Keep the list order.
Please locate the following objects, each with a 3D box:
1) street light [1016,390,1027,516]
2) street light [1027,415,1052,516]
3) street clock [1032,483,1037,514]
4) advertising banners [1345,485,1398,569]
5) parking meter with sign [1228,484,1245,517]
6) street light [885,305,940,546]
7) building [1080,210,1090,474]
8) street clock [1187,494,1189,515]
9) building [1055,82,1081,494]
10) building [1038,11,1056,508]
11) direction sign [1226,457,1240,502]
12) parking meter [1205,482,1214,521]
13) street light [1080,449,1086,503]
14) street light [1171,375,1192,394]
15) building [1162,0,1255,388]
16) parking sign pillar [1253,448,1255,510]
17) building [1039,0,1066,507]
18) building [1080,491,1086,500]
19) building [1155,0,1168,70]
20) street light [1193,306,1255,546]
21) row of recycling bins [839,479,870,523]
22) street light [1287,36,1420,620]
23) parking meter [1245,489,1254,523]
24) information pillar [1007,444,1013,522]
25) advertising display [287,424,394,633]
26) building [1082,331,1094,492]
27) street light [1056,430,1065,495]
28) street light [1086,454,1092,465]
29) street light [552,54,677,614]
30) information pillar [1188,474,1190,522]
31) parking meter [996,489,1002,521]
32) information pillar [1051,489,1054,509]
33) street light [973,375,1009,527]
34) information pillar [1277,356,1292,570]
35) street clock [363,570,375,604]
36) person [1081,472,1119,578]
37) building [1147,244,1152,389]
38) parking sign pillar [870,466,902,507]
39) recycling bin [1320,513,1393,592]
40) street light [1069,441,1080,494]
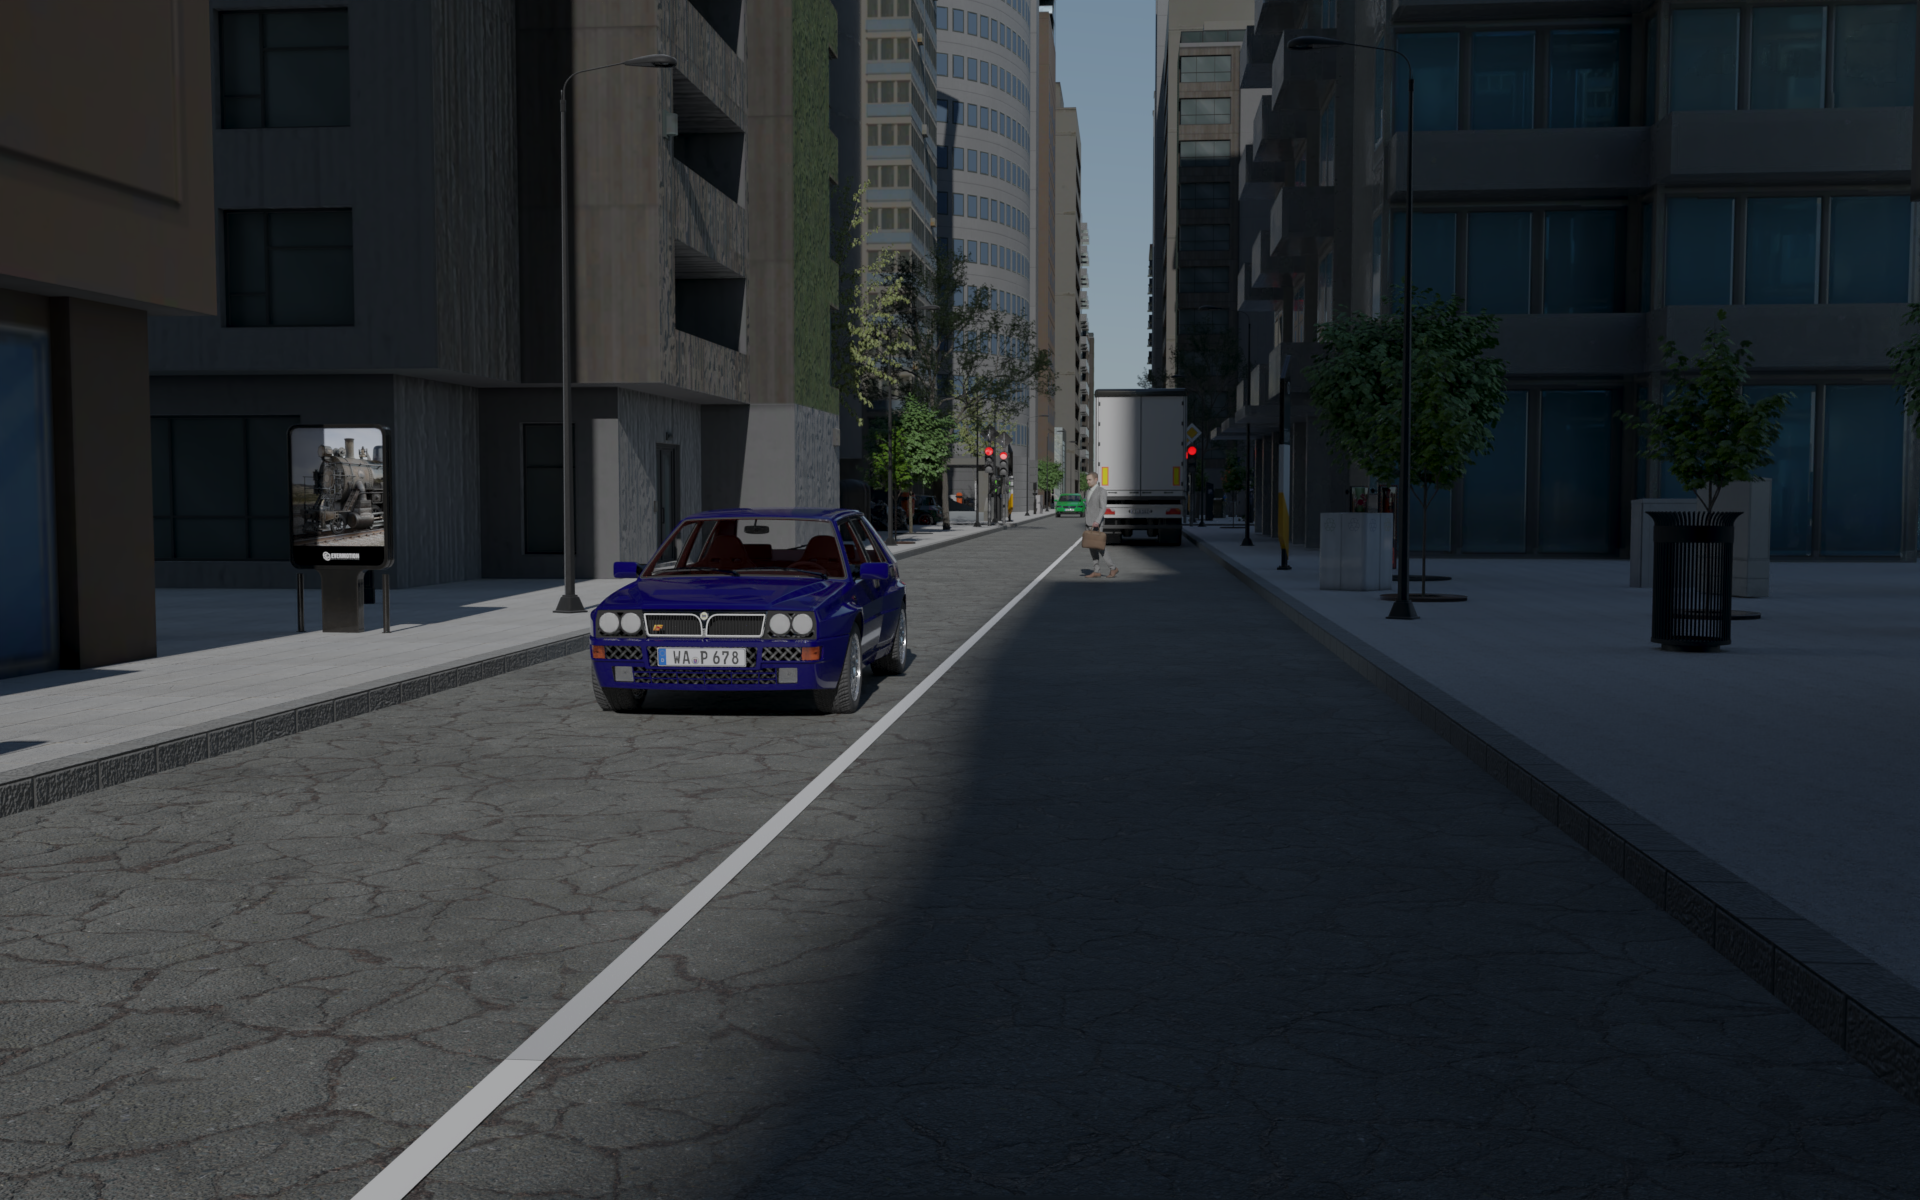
[{"bbox_3d":[2.091,-6.385,76.928,1.470,5.913,1.316,0,4,6],"label":"street light"},{"bbox_3d":[4.488,-7.885,101.466,1.470,5.913,1.316,0,4,6],"label":"street light"},{"bbox_3d":[4.729,-6.405,109.288,0.358,2.002,0.471,0,4,4],"label":"street clock"},{"bbox_3d":[7.243,-2.031,29.390,2.074,3.025,0.090,-3,4,-38],"label":"advertising banners"},{"bbox_3d":[15.676,-6.078,95.637,1.738,3.016,0.543,2,4,31],"label":"parking meter with sign"},{"bbox_3d":[-1.188,-4.295,42.758,1.470,5.913,1.316,0,4,6],"label":"street light"},{"bbox_3d":[9.274,-40.159,276.203,23.786,49.044,30.456,0,4,6],"label":"building"},{"bbox_3d":[13.831,-6.122,104.662,0.471,2.002,0.358,2,4,34],"label":"street clock"},{"bbox_3d":[3.563,-35.782,208.735,21.300,48.544,21.600,0,4,6],"label":"building"},{"bbox_3d":[1.577,-31.185,159.986,14.600,45.320,14.200,0,4,6],"label":"building"},{"bbox_3d":[16.527,-6.909,104.958,0.876,3.537,0.379,-1,4,-13],"label":"direction sign"},{"bbox_3d":[11.942,-4.717,82.834,0.399,1.863,0.255,0,4,-5],"label":"parking meter"},{"bbox_3d":[11.917,-12.543,177.625,1.470,5.913,1.316,0,4,6],"label":"street light"},{"bbox_3d":[8.919,-5.811,67.553,1.470,5.913,1.316,0,4,6],"label":"street light"},{"bbox_3d":[29.932,-32.950,162.441,21.300,48.544,21.600,0,4,6],"label":"building"},{"bbox_3d":[17.680,-6.861,100.652,1.447,3.967,1.447,1,4,15],"label":"parking sign pillar"},{"bbox_3d":[0.290,-53.141,181.519,22.319,86.520,31.000,0,4,6],"label":"building"},{"bbox_3d":[1.982,-34.098,249.380,32.217,40.220,23.993,0,4,6],"label":"building"},{"bbox_3d":[31.511,-39.452,187.042,21.231,58.520,28.212,0,4,6],"label":"building"},{"bbox_3d":[6.578,-4.296,42.788,1.470,5.913,1.316,0,4,6],"label":"street light"},{"bbox_3d":[-3.066,-2.544,48.706,1.069,1.692,3.534,0,3,0],"label":"row of recycling bins"},{"bbox_3d":[4.021,-2.762,17.707,1.470,5.913,1.316,0,4,6],"label":"street light"},{"bbox_3d":[12.752,-4.154,76.324,0.372,1.533,0.369,0,3,0],"label":"parking meter"},{"bbox_3d":[2.317,-5.409,79.787,0.183,3.616,0.504,-1,4,-18],"label":"information pillar"},{"bbox_3d":[-5.719,-0.660,16.005,0.974,1.923,0.123,1,4,9],"label":"advertising display"},{"bbox_3d":[15.969,-32.246,298.923,14.160,30.474,14.107,0,4,6],"label":"building"},{"bbox_3d":[6.915,-9.417,126.503,1.470,5.913,1.316,0,4,6],"label":"street light"},{"bbox_3d":[14.374,-14.059,202.406,1.470,5.913,1.316,0,4,6],"label":"street light"},{"bbox_3d":[-3.684,-2.812,18.517,1.470,5.913,1.316,0,4,6],"label":"street light"},{"bbox_3d":[10.772,-5.461,80.640,0.183,3.616,0.504,-1,4,-16],"label":"information pillar"},{"bbox_3d":[1.798,-4.504,82.053,0.372,1.533,0.369,0,3,0],"label":"parking meter"},{"bbox_3d":[8.132,-9.032,152.170,0.304,2.012,0.304,0,4,-5],"label":"information pillar"},{"bbox_3d":[1.217,-5.800,67.377,1.470,5.913,1.316,0,4,6],"label":"street light"},{"bbox_3d":[5.468,-2.313,29.180,0.183,3.616,0.504,1,4,23],"label":"information pillar"},{"bbox_3d":[-6.948,-0.956,20.208,0.471,2.002,0.358,-1,4,-13],"label":"street clock"},{"bbox_3d":[2.307,-1.284,29.612,0.853,1.813,0.709,-2,4,-33],"label":"person"},{"bbox_3d":[42.874,-39.086,293.683,22.147,44.769,28.867,0,4,6],"label":"building"},{"bbox_3d":[-2.869,-4.880,68.264,1.447,3.967,1.447,0,4,8],"label":"parking sign pillar"},{"bbox_3d":[5.313,-0.652,23.219,0.722,1.027,0.722,3,5,45],"label":"recycling bin"},{"bbox_3d":[9.616,-11.044,153.115,1.470,5.913,1.316,0,4,6],"label":"street light"}]
